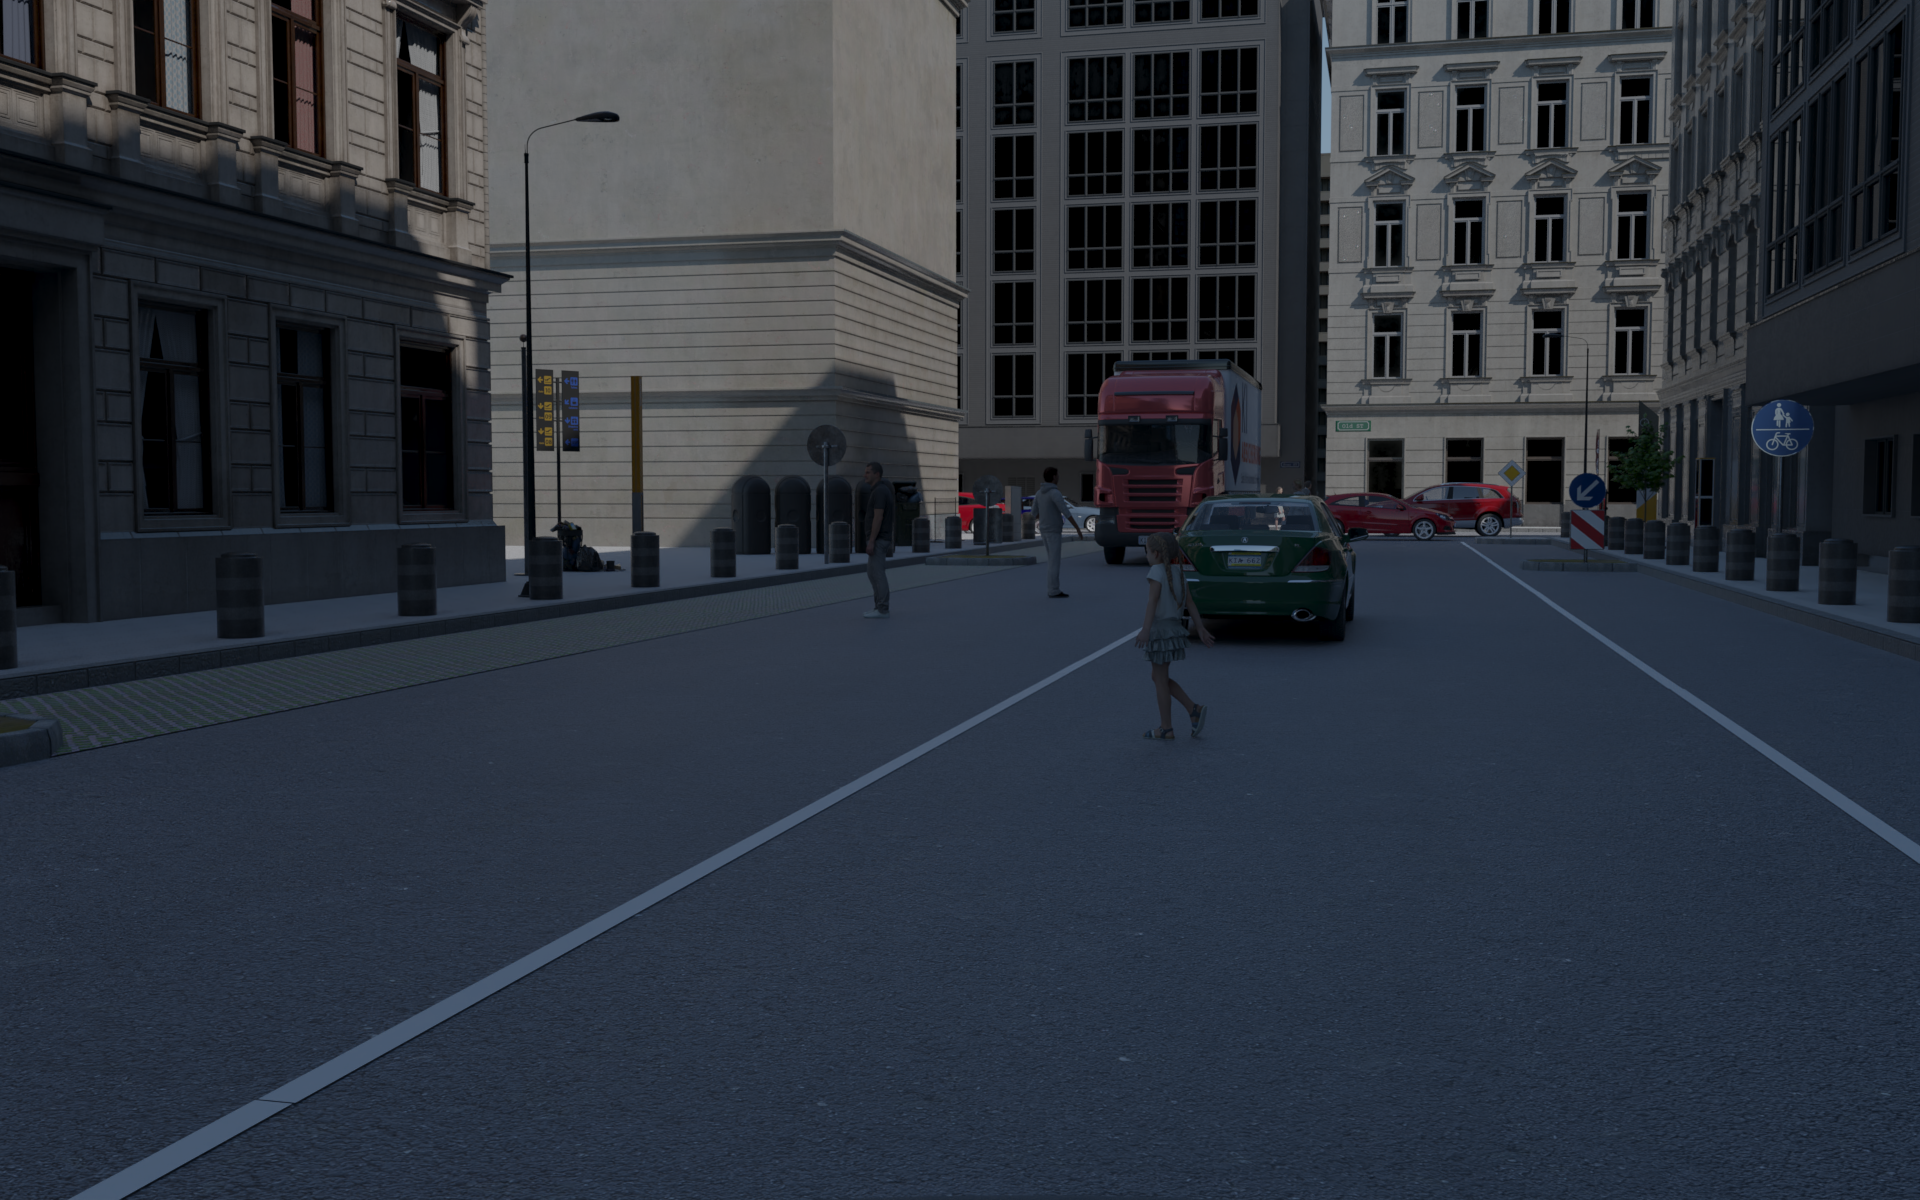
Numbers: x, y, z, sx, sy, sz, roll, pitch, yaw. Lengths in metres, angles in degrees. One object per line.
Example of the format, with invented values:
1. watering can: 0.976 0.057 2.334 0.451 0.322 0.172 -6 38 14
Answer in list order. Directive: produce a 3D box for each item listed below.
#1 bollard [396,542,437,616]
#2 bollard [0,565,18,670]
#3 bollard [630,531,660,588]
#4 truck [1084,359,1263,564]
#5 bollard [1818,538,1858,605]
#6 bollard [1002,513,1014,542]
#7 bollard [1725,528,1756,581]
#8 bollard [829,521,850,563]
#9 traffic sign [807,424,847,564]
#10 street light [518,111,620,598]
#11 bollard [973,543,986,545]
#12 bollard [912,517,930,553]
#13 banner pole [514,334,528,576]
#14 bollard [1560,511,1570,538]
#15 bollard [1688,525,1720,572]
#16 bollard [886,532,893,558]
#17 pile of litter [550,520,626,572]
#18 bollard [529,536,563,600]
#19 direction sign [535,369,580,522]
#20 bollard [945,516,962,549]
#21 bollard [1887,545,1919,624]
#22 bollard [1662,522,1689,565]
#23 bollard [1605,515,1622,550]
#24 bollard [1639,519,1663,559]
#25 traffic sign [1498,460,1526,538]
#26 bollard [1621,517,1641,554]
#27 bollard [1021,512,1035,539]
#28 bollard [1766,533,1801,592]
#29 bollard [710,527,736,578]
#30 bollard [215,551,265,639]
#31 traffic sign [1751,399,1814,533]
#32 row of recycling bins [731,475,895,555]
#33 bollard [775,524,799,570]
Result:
1. bollard: -5.748 -0.221 18.328 0.404 0.777 0.398 0 3 0
2. bollard: -7.151 0.123 12.711 0.404 0.777 0.398 0 3 0
3. bollard: -4.351 -0.564 23.933 0.404 0.777 0.398 0 3 0
4. truck: 4.992 -3.033 38.505 2.839 4.237 11.283 1 4 15
5. bollard: 10.211 -0.332 20.146 0.404 0.777 0.398 0 3 0
6. bollard: 1.238 -1.937 46.388 0.404 0.777 0.398 0 3 0
7. bollard: 11.612 -0.676 25.772 0.404 0.777 0.398 0 3 0
8. bollard: -2.253 -1.080 32.369 0.404 0.777 0.398 0 3 0
9. traffic sign: -2.452 -1.934 31.733 0.768 2.556 0.104 1 4 15
10. street light: -4.806 -2.982 21.300 1.470 5.913 1.316 1 4 14
11. bollard: 0.538 -1.766 43.584 0.404 0.777 0.398 0 3 0
12. bollard: -0.856 -1.423 37.978 0.404 0.777 0.398 0 3 0
13. banner pole: -6.868 -2.289 27.436 0.401 3.779 0.863 -1 4 -9
14. bollard: 17.907 -2.221 51.024 0.404 0.777 0.398 0 3 0
15. bollard: 12.310 -0.848 28.575 0.404 0.777 0.398 0 3 0
16. bollard: -1.553 -1.251 35.171 0.404 0.777 0.398 0 3 0
17. pile of litter: -6.436 -0.917 28.963 1.719 0.858 1.176 2 4 31
18. bollard: -5.052 -0.392 21.131 0.404 0.777 0.398 0 3 0
19. direction sign: -7.342 -2.427 31.684 0.876 3.537 0.379 -3 5 -43
20. bollard: -0.156 -1.594 40.780 0.404 0.777 0.398 0 3 0
21. bollard: 9.508 -0.160 17.326 0.404 0.777 0.398 0 3 0
22. bollard: 13.010 -1.019 31.377 0.404 0.777 0.398 0 3 0
23. bollard: 15.108 -1.534 39.800 0.404 0.777 0.398 0 3 0
24. bollard: 13.709 -1.191 34.189 0.404 0.777 0.398 0 3 0
25. traffic sign: 16.095 -2.870 50.560 0.795 2.450 0.064 1 4 14
26. bollard: 14.409 -1.362 36.992 0.404 0.777 0.398 0 3 0
27. bollard: 1.944 -2.109 49.203 0.404 0.777 0.398 0 3 0
28. bollard: 10.907 -0.503 22.949 0.404 0.777 0.398 0 3 0
29. bollard: -3.657 -0.736 26.747 0.404 0.777 0.398 0 3 0
30. bollard: -6.450 -0.049 15.518 0.404 0.777 0.398 0 3 0
31. traffic sign: 11.083 -1.425 23.403 0.768 2.556 0.104 1 4 19
32. row of recycling bins: -3.126 -1.842 37.227 3.534 1.692 1.069 -1 4 -16
33. bollard: -2.953 -0.908 29.559 0.404 0.777 0.398 0 3 0
